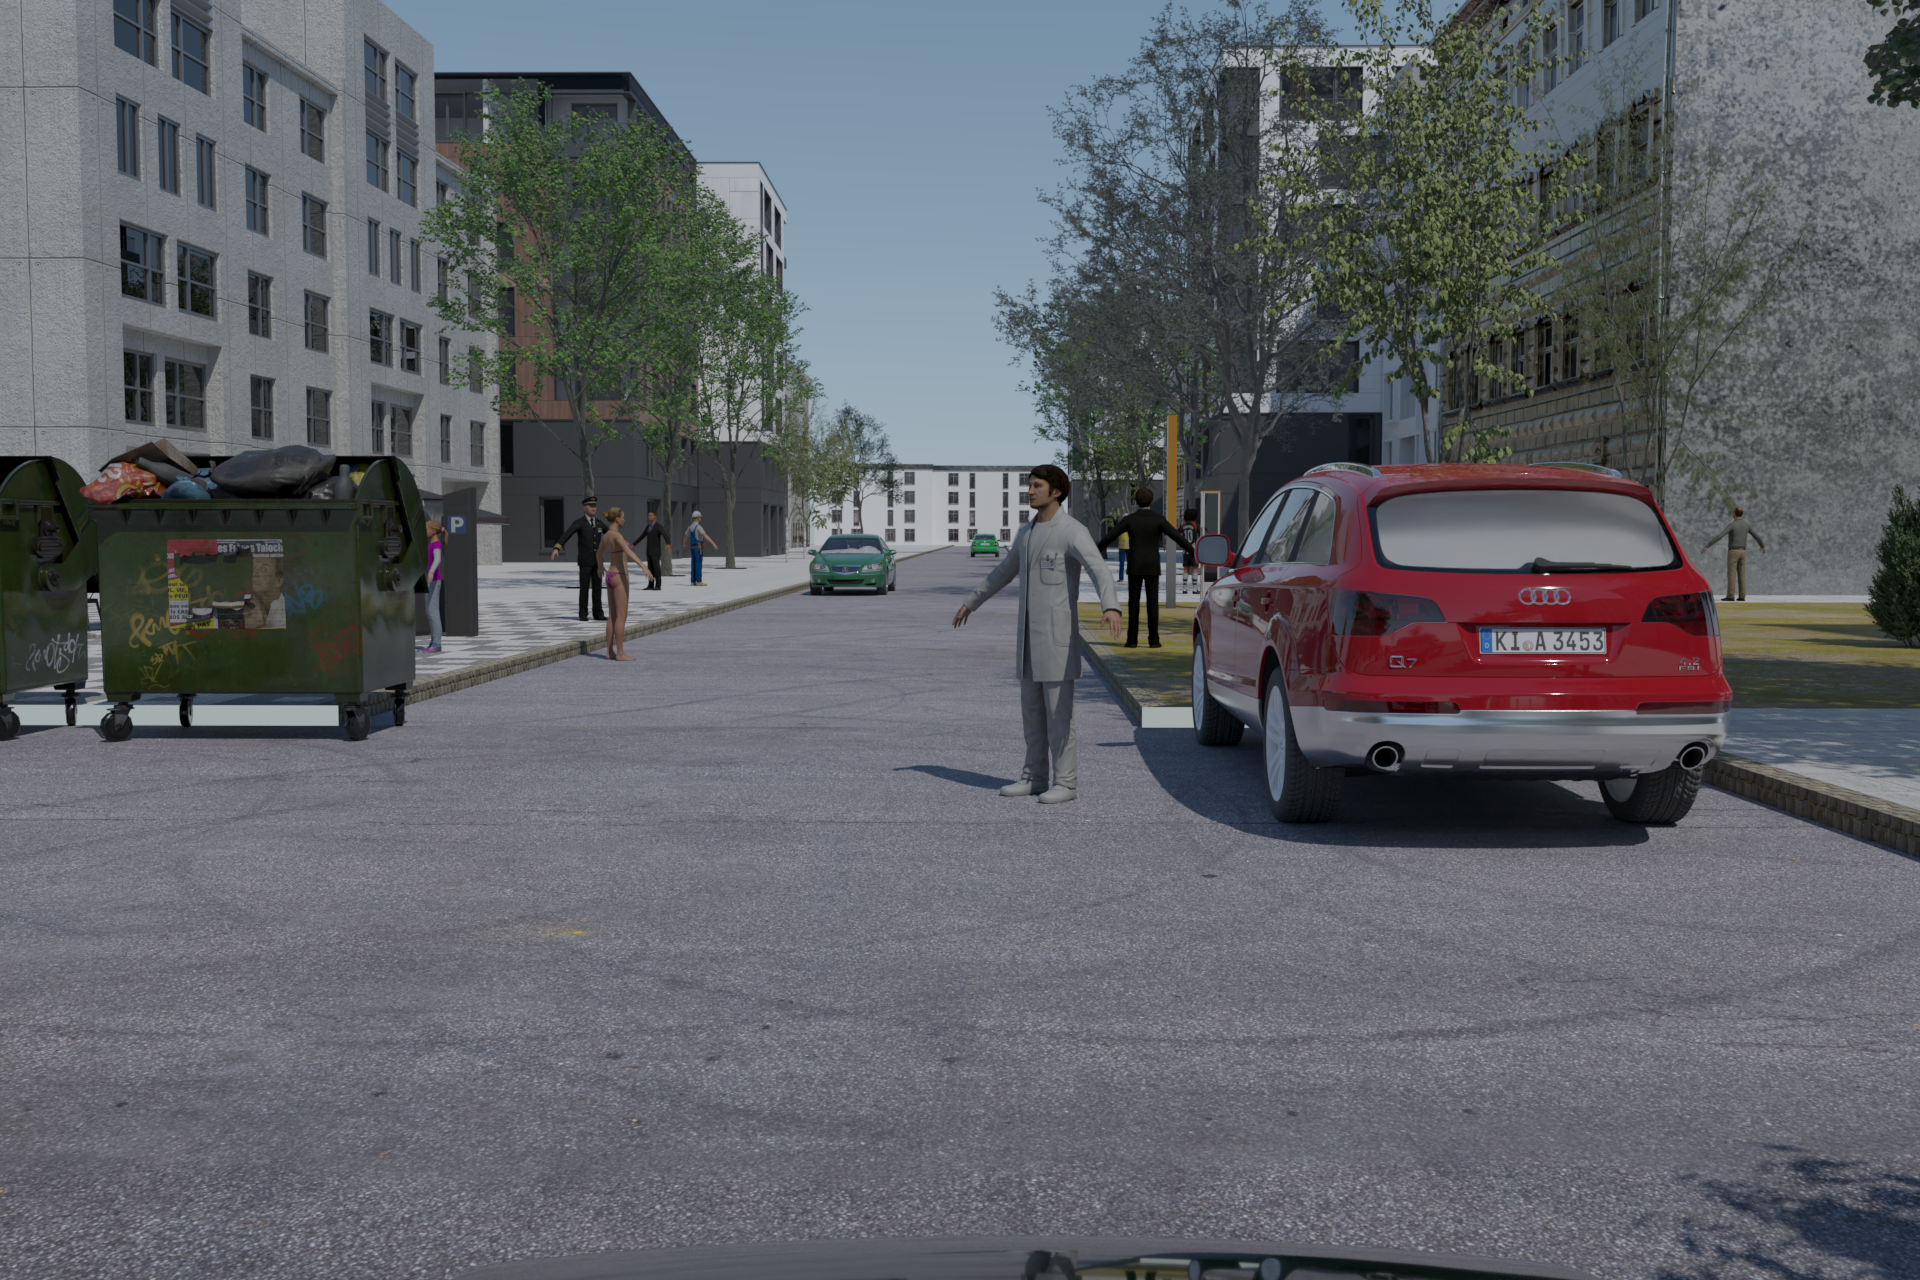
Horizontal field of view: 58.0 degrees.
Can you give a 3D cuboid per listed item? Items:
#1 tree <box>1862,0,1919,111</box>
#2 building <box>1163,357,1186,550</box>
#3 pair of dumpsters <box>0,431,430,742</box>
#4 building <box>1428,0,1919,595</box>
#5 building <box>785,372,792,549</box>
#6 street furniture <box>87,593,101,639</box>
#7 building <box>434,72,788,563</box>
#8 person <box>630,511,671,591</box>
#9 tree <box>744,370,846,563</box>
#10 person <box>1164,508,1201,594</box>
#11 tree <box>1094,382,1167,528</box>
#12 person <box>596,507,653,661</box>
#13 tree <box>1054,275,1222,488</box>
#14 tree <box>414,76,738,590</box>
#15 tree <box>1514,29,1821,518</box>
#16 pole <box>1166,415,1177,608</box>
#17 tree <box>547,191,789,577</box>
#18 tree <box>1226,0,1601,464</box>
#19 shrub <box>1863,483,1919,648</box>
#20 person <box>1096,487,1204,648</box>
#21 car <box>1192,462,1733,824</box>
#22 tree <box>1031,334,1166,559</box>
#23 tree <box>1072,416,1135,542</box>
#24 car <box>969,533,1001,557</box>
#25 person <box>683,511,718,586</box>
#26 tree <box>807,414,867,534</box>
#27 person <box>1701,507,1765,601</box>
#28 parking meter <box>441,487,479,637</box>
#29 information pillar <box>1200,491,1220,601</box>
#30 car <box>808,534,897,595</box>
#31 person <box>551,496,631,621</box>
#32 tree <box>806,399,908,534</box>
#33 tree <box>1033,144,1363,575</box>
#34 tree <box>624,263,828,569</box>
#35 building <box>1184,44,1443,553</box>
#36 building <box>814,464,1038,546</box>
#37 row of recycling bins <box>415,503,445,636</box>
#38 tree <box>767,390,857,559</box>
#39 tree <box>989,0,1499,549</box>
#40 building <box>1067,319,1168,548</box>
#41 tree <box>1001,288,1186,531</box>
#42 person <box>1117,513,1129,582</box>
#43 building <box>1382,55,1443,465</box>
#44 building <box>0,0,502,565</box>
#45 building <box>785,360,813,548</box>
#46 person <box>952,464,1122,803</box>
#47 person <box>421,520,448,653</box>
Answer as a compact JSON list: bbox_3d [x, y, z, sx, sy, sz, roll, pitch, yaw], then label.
[{"bbox_3d":[8.607,-6.279,9.318,9.857,13.997,8.962,0,3,0],"label":"tree"},{"bbox_3d":[26.778,-18.989,141.405,19.493,23.208,18.063,0,4,2],"label":"building"},{"bbox_3d":[-6.201,-0.454,12.373,4.436,2.255,1.574,0,4,1],"label":"pair of dumpsters"},{"bbox_3d":[24.016,-13.060,44.457,19.493,23.208,18.063,0,4,1],"label":"building"},{"bbox_3d":[-23.226,-16.452,135.453,16.747,18.905,31.486,0,4,0],"label":"building"},{"bbox_3d":[-24.647,-1.079,22.667,27.439,1.986,14.083,1,4,19],"label":"street furniture"},{"bbox_3d":[-24.946,-15.250,93.310,27.936,21.610,32.646,0,4,0],"label":"building"},{"bbox_3d":[-6.990,-2.027,39.370,1.346,1.802,0.704,3,4,39],"label":"person"},{"bbox_3d":[-7.926,-7.747,77.023,4.360,8.622,3.978,0,3,0],"label":"tree"},{"bbox_3d":[4.940,-1.886,36.977,1.345,1.843,0.704,2,4,31],"label":"person"},{"bbox_3d":[7.807,-7.818,78.183,4.737,8.622,4.395,0,3,0],"label":"tree"},{"bbox_3d":[-3.830,-0.638,19.693,0.721,1.733,1.217,-3,4,-38],"label":"person"},{"bbox_3d":[7.273,-8.759,68.957,9.928,11.665,9.643,0,3,0],"label":"tree"},{"bbox_3d":[-8.814,-7.010,40.371,9.928,11.665,9.643,0,3,0],"label":"tree"},{"bbox_3d":[10.242,-4.633,26.112,4.360,8.622,3.978,0,3,0],"label":"tree"},{"bbox_3d":[3.644,-2.202,29.851,0.158,3.312,0.155,0,3,0],"label":"pole"},{"bbox_3d":[-8.731,-7.723,52.024,9.928,11.665,9.643,0,3,0],"label":"tree"},{"bbox_3d":[5.483,-4.271,20.190,4.737,8.622,4.395,0,3,0],"label":"tree"},{"bbox_3d":[11.066,-0.925,19.539,1.690,2.028,1.600,0,3,0],"label":"shrub"},{"bbox_3d":[2.070,-0.816,19.530,1.347,1.806,0.705,0,4,5],"label":"person"},{"bbox_3d":[2.592,-0.089,10.121,2.281,1.827,5.304,0,4,1],"label":"car"},{"bbox_3d":[7.163,-9.910,87.781,9.928,11.665,9.643,0,3,0],"label":"tree"},{"bbox_3d":[7.701,-8.879,95.530,4.360,8.622,3.978,0,3,0],"label":"tree"},{"bbox_3d":[1.557,-6.063,107.930,1.959,1.807,4.718,0,4,1],"label":"car"},{"bbox_3d":[-6.480,-2.259,42.789,1.347,1.847,0.705,3,5,45],"label":"person"},{"bbox_3d":[-7.542,-9.549,106.496,4.737,8.622,4.395,0,3,0],"label":"tree"},{"bbox_3d":[14.820,-1.640,33.082,1.348,1.796,0.705,-1,4,-11],"label":"person"},{"bbox_3d":[-6.265,-0.977,21.685,0.399,1.863,0.255,0,4,1],"label":"parking meter"},{"bbox_3d":[4.293,-1.544,29.742,0.304,2.012,0.304,0,4,2],"label":"information pillar"},{"bbox_3d":[-2.569,-1.857,42.158,2.131,1.459,4.920,0,4,2],"label":"car"},{"bbox_3d":[-5.443,-1.201,25.578,1.347,1.837,0.705,-3,4,-39],"label":"person"},{"bbox_3d":[-7.034,-11.343,119.875,7.601,10.594,8.767,1,4,15],"label":"tree"},{"bbox_3d":[7.353,-8.780,53.917,12.009,13.543,11.850,0,3,0],"label":"tree"},{"bbox_3d":[-8.482,-8.414,63.321,9.928,11.665,9.643,0,3,0],"label":"tree"},{"bbox_3d":[25.294,-14.976,88.838,27.936,21.610,32.646,0,4,1],"label":"building"},{"bbox_3d":[-3.512,-16.126,208.271,28.070,9.664,9.099,0,4,-4],"label":"building"},{"bbox_3d":[-7.145,-0.938,22.454,1.069,1.692,3.534,0,4,1],"label":"row of recycling bins"},{"bbox_3d":[-7.705,-8.434,88.258,4.737,8.622,4.395,0,3,0],"label":"tree"},{"bbox_3d":[6.187,-7.764,37.310,12.009,13.543,11.850,0,3,0],"label":"tree"},{"bbox_3d":[24.957,-20.465,178.576,27.936,21.610,32.646,0,4,2],"label":"building"},{"bbox_3d":[9.189,-15.932,116.378,12.611,20.169,13.585,0,3,0],"label":"tree"},{"bbox_3d":[4.413,-2.457,46.144,1.349,1.833,0.705,0,4,-4],"label":"person"},{"bbox_3d":[22.527,-13.061,69.971,16.016,20.090,11.380,0,4,1],"label":"building"},{"bbox_3d":[-27.647,-11.529,54.955,16.747,18.905,31.486,0,4,2],"label":"building"},{"bbox_3d":[-24.347,-20.219,161.510,19.493,23.208,18.063,0,4,2],"label":"building"},{"bbox_3d":[0.450,-0.045,9.373,0.705,1.806,1.347,-3,4,-38],"label":"person"},{"bbox_3d":[-5.786,-0.583,18.802,0.599,1.433,0.991,-1,4,-22],"label":"person"}]
